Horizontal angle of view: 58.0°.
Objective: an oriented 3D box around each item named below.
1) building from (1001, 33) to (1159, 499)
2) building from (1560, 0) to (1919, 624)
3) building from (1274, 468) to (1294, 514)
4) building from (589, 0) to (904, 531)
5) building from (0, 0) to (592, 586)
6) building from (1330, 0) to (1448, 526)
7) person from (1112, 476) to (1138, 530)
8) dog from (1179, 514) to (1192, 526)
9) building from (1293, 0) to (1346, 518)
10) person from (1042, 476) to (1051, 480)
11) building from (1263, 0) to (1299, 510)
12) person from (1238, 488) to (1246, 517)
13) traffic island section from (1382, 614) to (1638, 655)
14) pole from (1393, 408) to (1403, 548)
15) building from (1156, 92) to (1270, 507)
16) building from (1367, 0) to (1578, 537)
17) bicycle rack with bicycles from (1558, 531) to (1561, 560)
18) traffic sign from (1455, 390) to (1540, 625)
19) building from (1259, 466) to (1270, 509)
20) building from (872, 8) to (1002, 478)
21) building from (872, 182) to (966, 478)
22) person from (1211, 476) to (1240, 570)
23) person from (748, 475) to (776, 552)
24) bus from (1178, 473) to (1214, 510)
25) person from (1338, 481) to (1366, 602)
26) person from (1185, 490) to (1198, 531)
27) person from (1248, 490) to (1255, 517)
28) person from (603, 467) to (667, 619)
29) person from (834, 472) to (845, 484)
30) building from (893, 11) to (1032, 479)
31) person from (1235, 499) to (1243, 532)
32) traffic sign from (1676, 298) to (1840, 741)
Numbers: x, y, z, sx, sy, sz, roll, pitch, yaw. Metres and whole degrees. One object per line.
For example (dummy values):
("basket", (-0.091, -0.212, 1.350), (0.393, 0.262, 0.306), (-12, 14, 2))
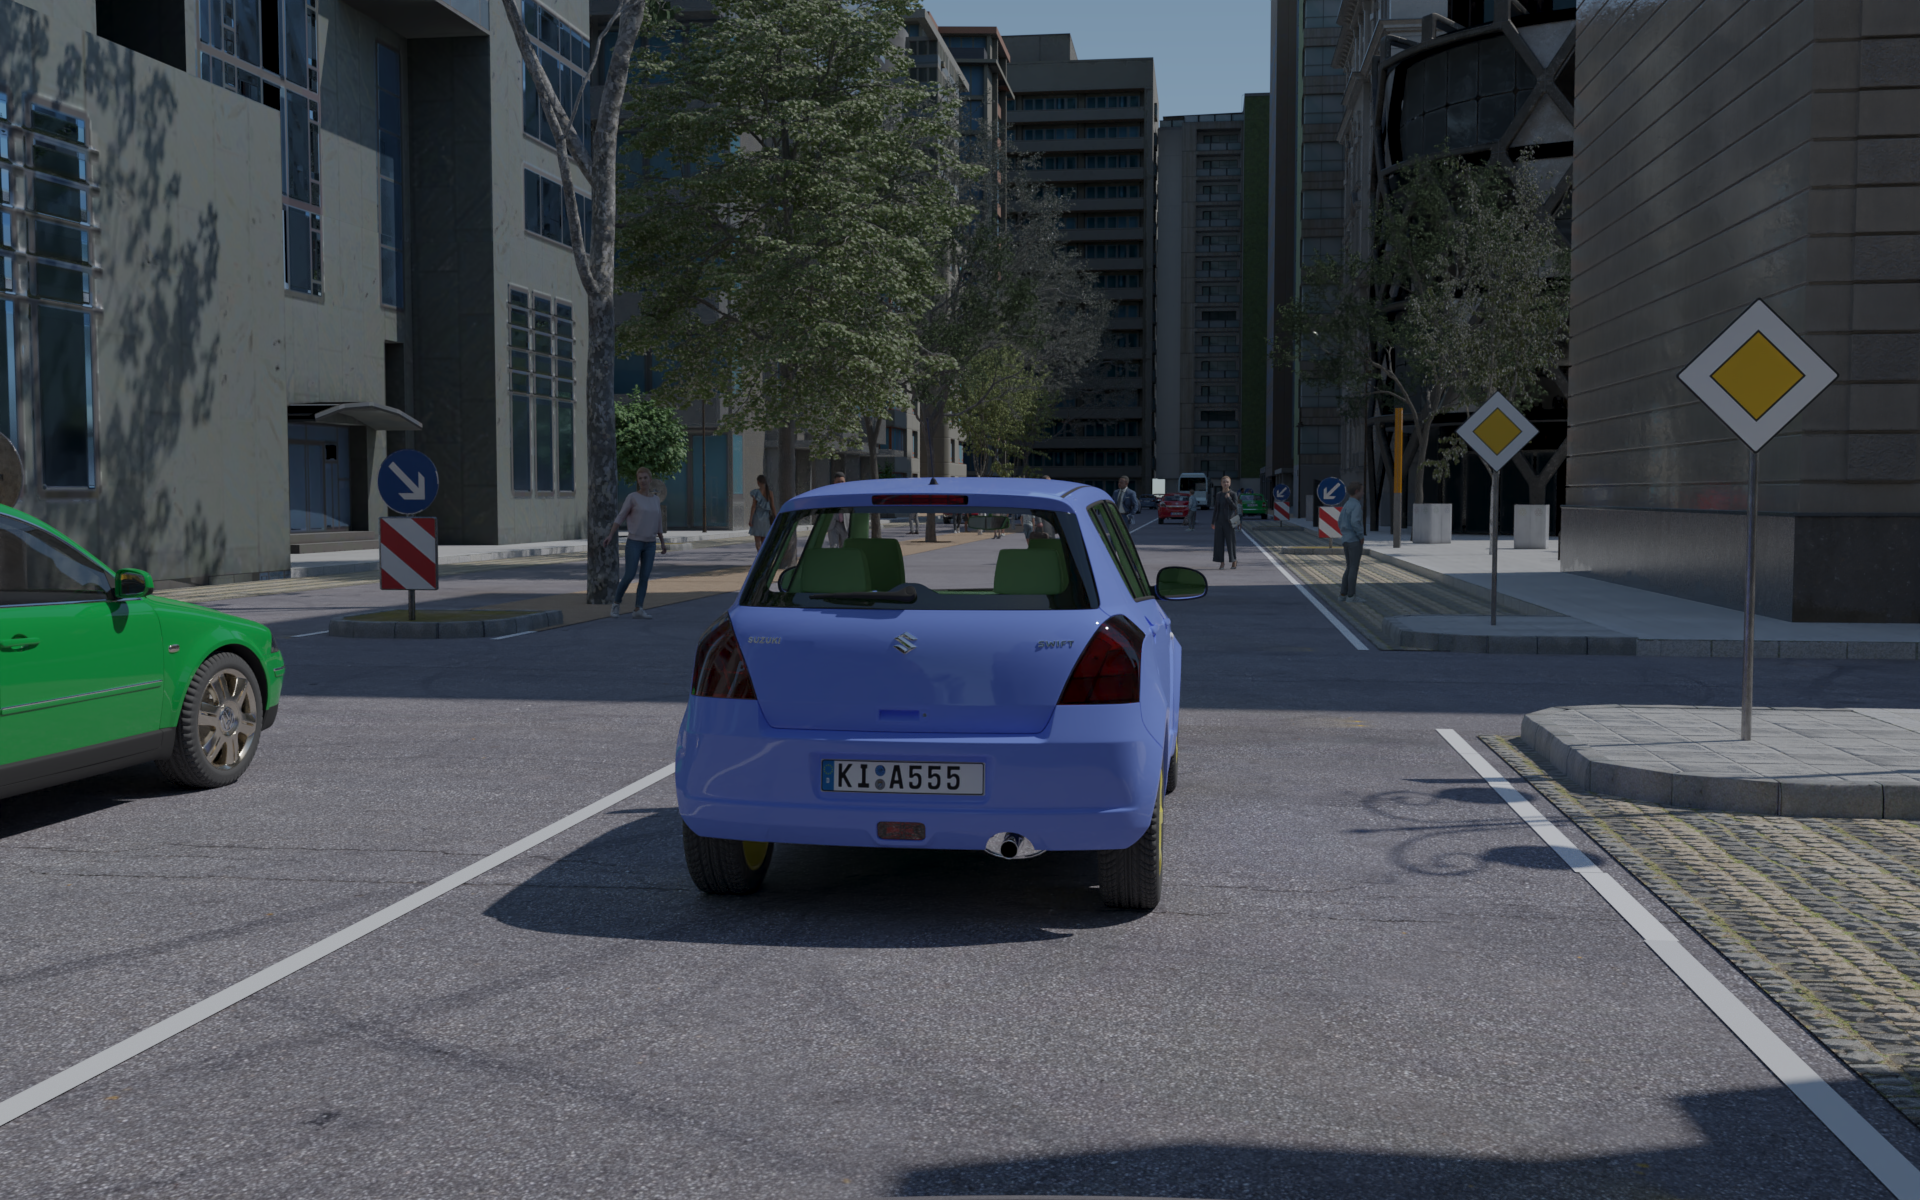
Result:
("building", (10.478, -34.443, 186.849), (21.600, 48.544, 21.300), (0, 4, 8))
("building", (21.097, -13.644, 20.345), (25.104, 27.353, 12.463), (0, 4, 8))
("building", (38.014, -25.993, 116.864), (32.217, 40.220, 23.993), (0, 4, 8))
("building", (-15.570, -27.715, 72.741), (23.786, 49.044, 30.456), (0, 4, 8))
("building", (-21.775, -44.083, 33.433), (22.319, 86.520, 31.000), (0, 4, 8))
("building", (24.400, -17.773, 77.981), (14.401, 28.519, 23.554), (0, 4, 8))
("person", (3.287, -1.634, 35.396), (0.721, 1.800, 0.419), (2, 4, 28))
("dog", (10.252, -3.775, 78.564), (0.800, 0.831, 0.513), (1, 4, 17))
("building", (26.265, -25.385, 98.637), (14.154, 41.232, 14.086), (0, 4, 8))
("person", (1.771, -1.647, 35.527), (0.767, 1.812, 0.694), (2, 4, 33))
("building", (31.716, -29.805, 137.416), (14.600, 45.320, 14.200), (0, 4, 8))
("person", (17.877, -6.178, 109.514), (0.705, 1.824, 1.348), (3, 5, 39))
("traffic island section", (5.237, 0.326, 16.943), (2.009, 0.180, 2.903), (0, 4, 8))
("pole", (10.410, -2.895, 41.168), (0.158, 3.312, 0.155), (0, 3, 0))
("building", (27.566, -30.391, 180.493), (14.086, 41.232, 14.154), (0, 4, 8))
("building", (22.073, -11.608, 57.250), (16.820, 18.784, 16.811), (0, 4, 8))
("bicycle rack with bicycles", (12.818, -1.226, 33.428), (2.852, 0.926, 2.925), (-2, 4, -34))
("traffic sign", (5.212, -0.809, 16.869), (0.795, 2.450, 0.064), (0, 4, 8))
("building", (37.586, -43.737, 153.344), (20.563, 71.187, 20.611), (0, 4, 8))
("building", (-13.078, -27.210, 136.768), (32.217, 40.220, 23.993), (0, 4, 8))
("building", (-15.259, -16.263, 110.938), (27.650, 21.520, 28.899), (0, 4, 8))
("person", (5.045, -1.470, 32.955), (0.576, 1.772, 0.534), (1, 4, 18))
("person", (-3.846, -1.548, 33.904), (0.616, 1.811, 0.778), (-1, 4, -17))
("bus", (21.604, -10.028, 158.810), (2.948, 3.499, 13.247), (1, 4, 10))
("person", (5.185, -0.765, 22.823), (0.330, 1.601, 0.589), (0, 3, 0))
("person", (9.053, -3.503, 67.588), (0.589, 1.601, 0.330), (-3, 5, -44))
("person", (18.533, -6.190, 110.647), (0.436, 1.711, 0.756), (-1, 4, -23))
("person", (-3.808, -0.657, 19.908), (0.598, 1.740, 0.731), (3, 4, 38))
("person", (-1.967, -1.196, 28.330), (0.678, 1.792, 0.850), (-1, 4, -12))
("building", (-8.505, -30.932, 160.369), (28.867, 44.769, 22.147), (0, 4, 8))
("person", (10.629, -3.236, 66.091), (0.332, 1.250, 0.352), (1, 4, 20))
("traffic sign", (4.093, -0.325, 8.962), (0.795, 2.450, 0.064), (0, 4, 8))
